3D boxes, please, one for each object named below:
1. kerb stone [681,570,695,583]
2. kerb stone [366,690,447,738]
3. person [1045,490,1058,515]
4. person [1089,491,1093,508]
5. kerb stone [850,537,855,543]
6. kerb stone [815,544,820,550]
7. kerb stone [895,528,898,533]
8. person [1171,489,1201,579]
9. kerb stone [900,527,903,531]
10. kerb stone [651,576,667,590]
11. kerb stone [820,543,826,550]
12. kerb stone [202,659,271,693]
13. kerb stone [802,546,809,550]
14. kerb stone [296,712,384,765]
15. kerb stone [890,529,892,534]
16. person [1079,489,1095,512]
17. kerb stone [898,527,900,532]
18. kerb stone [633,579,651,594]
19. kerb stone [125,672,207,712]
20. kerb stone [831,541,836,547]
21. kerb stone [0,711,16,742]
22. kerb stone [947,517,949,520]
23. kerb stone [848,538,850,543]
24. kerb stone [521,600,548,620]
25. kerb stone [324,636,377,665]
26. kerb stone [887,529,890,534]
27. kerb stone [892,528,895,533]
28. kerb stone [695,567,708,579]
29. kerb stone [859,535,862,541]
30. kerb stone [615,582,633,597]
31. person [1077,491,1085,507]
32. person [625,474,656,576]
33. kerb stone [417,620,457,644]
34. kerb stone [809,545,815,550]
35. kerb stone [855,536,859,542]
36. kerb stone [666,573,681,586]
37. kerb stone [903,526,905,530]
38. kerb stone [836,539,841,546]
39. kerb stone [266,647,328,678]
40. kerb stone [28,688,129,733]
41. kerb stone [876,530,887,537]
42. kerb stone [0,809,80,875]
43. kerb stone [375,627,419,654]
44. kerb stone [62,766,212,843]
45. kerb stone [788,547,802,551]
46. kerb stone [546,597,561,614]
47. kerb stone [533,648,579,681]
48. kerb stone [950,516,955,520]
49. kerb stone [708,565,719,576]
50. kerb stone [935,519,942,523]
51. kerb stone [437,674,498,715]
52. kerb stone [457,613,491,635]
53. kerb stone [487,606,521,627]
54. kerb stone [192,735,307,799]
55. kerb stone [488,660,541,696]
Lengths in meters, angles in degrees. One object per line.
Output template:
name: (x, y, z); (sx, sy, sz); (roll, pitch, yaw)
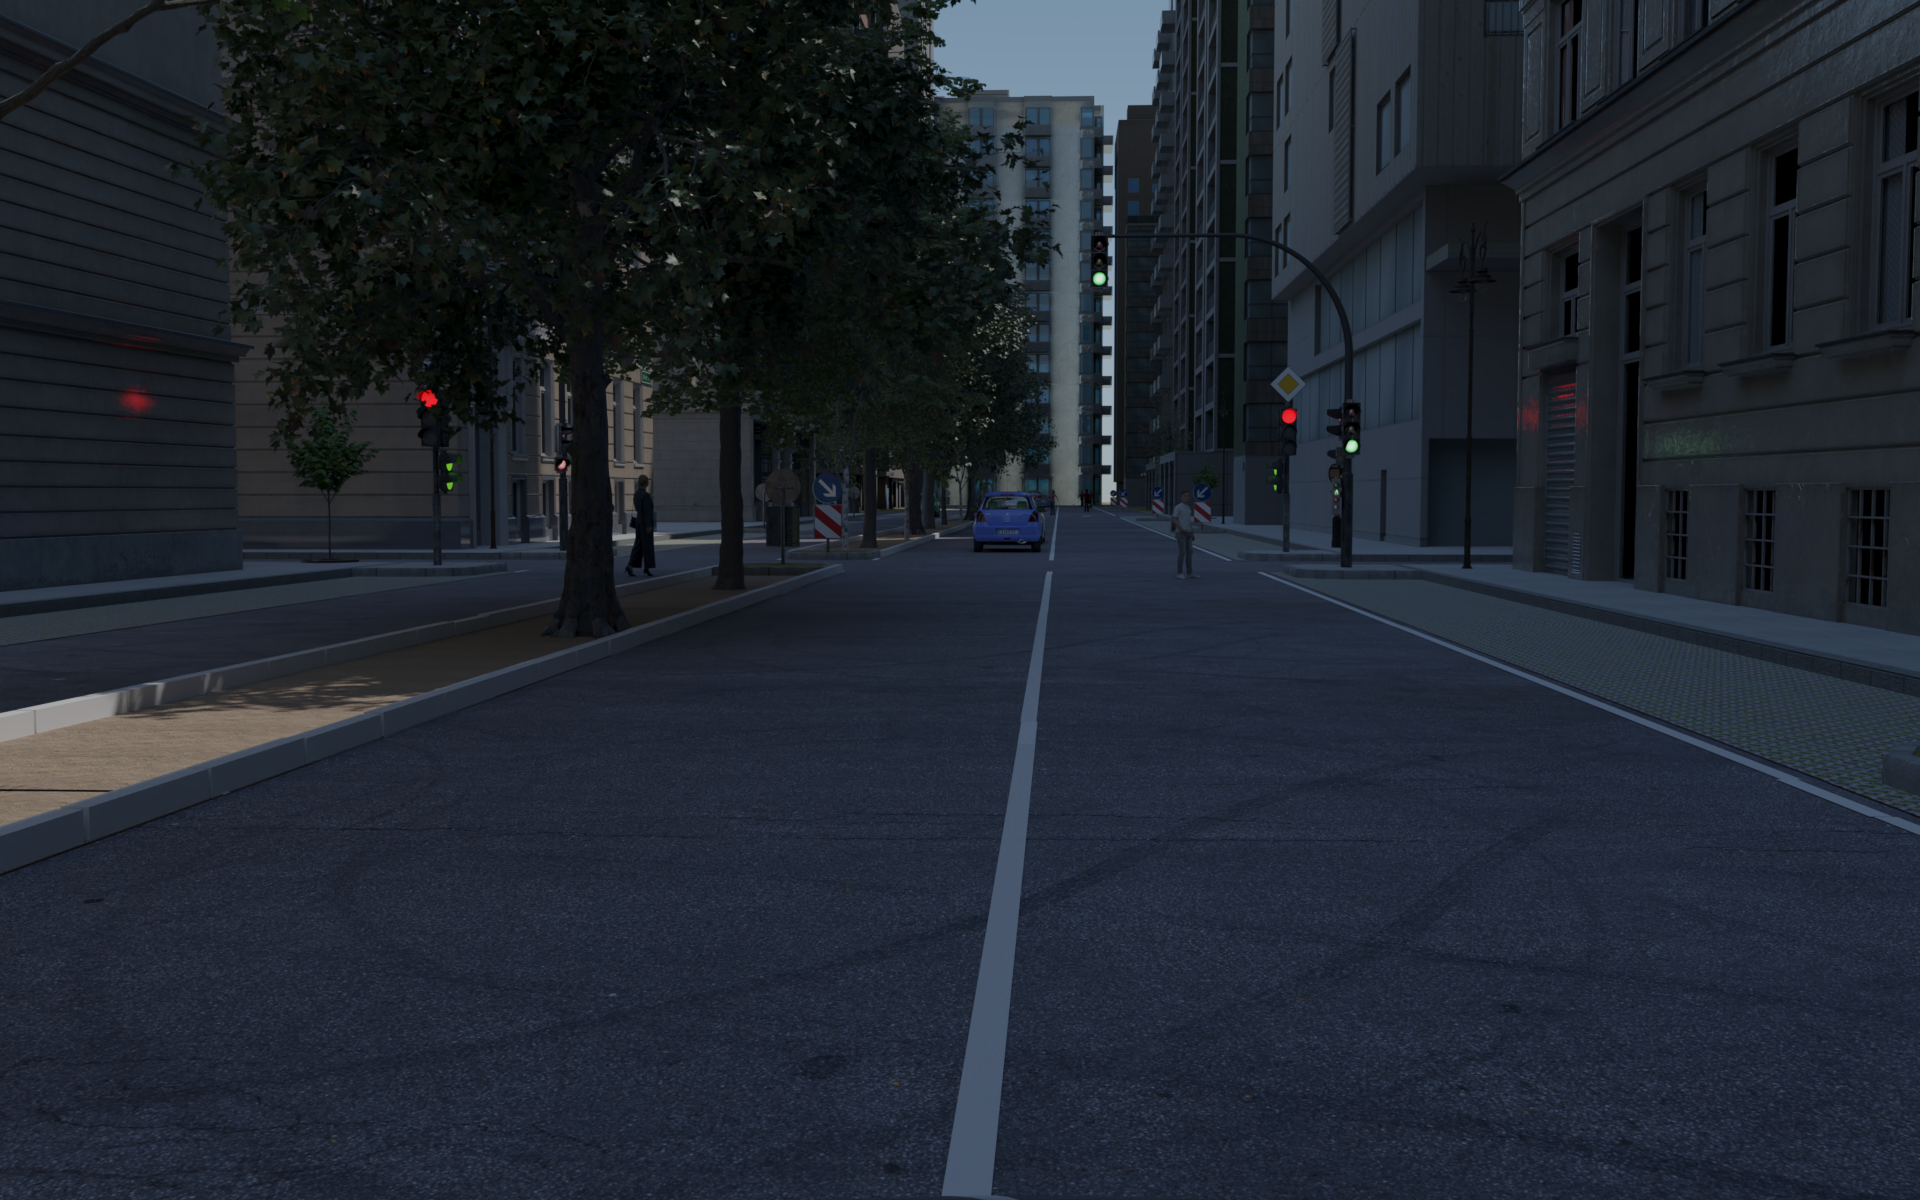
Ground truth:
kerb stone: (-4.517, -0.365, 28.157); (0.120, 0.150, 1.000); (0, 4, 3)
kerb stone: (-3.418, 0.704, 10.682); (0.120, 0.150, 1.000); (0, 4, 3)
person: (6.202, -6.588, 116.935); (1.217, 1.743, 0.721); (3, 5, 45)
person: (12.952, -10.016, 172.970); (0.721, 1.735, 1.217); (3, 5, 41)
kerb stone: (-3.250, -1.713, 50.209); (0.120, 0.150, 1.000); (0, 4, 3)
kerb stone: (-3.660, -1.273, 43.048); (0.120, 0.150, 1.000); (0, 4, 3)
kerb stone: (-2.488, -2.521, 63.510); (0.120, 0.150, 1.000); (0, 4, 3)
person: (3.810, -1.112, 29.278); (0.523, 1.515, 0.503); (1, 4, 13)
kerb stone: (-2.363, -2.652, 65.555); (0.120, 0.150, 1.000); (0, 4, 3)
kerb stone: (-4.637, -0.240, 26.116); (0.120, 0.150, 1.000); (0, 4, 3)
kerb stone: (-3.602, -1.338, 44.073); (0.120, 0.150, 1.000); (0, 4, 3)
kerb stone: (-5.412, 0.575, 12.829); (0.120, 0.150, 1.000); (0, 4, 3)
kerb stone: (-3.778, -1.147, 40.998); (0.120, 0.150, 1.000); (0, 4, 3)
kerb stone: (-3.481, 0.774, 9.651); (0.120, 0.150, 1.000); (0, 4, 3)
kerb stone: (-2.600, -2.399, 61.463); (0.120, 0.150, 1.000); (0, 4, 3)
person: (10.109, -7.919, 137.935); (1.348, 1.831, 0.705); (2, 4, 26)
kerb stone: (-2.420, -2.590, 64.534); (0.120, 0.150, 1.000); (0, 4, 3)
kerb stone: (-4.692, -0.177, 25.092); (0.120, 0.150, 1.000); (0, 4, 3)
kerb stone: (-5.460, 0.635, 11.808); (0.120, 0.150, 1.000); (0, 4, 3)
kerb stone: (-3.485, -1.464, 46.126); (0.120, 0.150, 1.000); (0, 4, 3)
kerb stone: (-5.573, 0.760, 9.762); (0.120, 0.150, 1.000); (0, 4, 3)
kerb stone: (-0.824, -4.280, 92.194); (0.120, 0.150, 1.000); (0, 4, 3)
kerb stone: (-3.310, -1.650, 49.188); (0.120, 0.150, 1.000); (0, 4, 3)
kerb stone: (-4.991, 0.137, 19.982); (0.120, 0.150, 1.000); (0, 4, 3)
kerb stone: (-5.283, 0.450, 14.869); (0.120, 0.150, 1.000); (0, 4, 3)
kerb stone: (-2.655, -2.336, 60.442); (0.120, 0.150, 1.000); (0, 4, 3)
kerb stone: (-2.545, -2.464, 62.487); (0.120, 0.150, 1.000); (0, 4, 3)
kerb stone: (-4.457, -0.427, 29.183); (0.120, 0.150, 1.000); (0, 4, 3)
kerb stone: (-3.126, -1.839, 52.258); (0.120, 0.150, 1.000); (0, 4, 3)
kerb stone: (-4.762, -0.115, 24.072); (0.120, 0.150, 1.000); (0, 4, 3)
person: (13.584, -11.296, 193.215); (0.705, 1.821, 1.348); (-2, 4, -32)
person: (-5.531, -1.299, 30.156); (0.576, 1.772, 0.534); (2, 4, 28)
kerb stone: (-5.169, 0.323, 16.916); (0.120, 0.150, 1.000); (0, 4, 3)
kerb stone: (-3.719, -1.213, 42.023); (0.120, 0.150, 1.000); (0, 4, 3)
kerb stone: (-3.186, -1.775, 51.237); (0.120, 0.150, 1.000); (0, 4, 3)
kerb stone: (-4.577, -0.302, 27.136); (0.120, 0.150, 1.000); (0, 4, 3)
kerb stone: (-2.308, -2.711, 66.582); (0.120, 0.150, 1.000); (0, 4, 3)
kerb stone: (-3.430, -1.524, 47.147); (0.120, 0.150, 1.000); (0, 4, 3)
kerb stone: (-5.348, 0.514, 13.849); (0.120, 0.150, 1.000); (0, 4, 3)
kerb stone: (-5.517, 0.698, 10.787); (0.120, 0.150, 1.000); (0, 4, 3)
kerb stone: (-2.713, -2.277, 59.421); (0.120, 0.150, 1.000); (0, 4, 3)
kerb stone: (-3.665, 0.959, 6.572); (0.120, 0.150, 1.000); (0, 4, 3)
kerb stone: (-5.230, 0.387, 15.889); (0.120, 0.150, 1.000); (0, 4, 3)
kerb stone: (-3.603, 0.894, 7.607); (0.120, 0.150, 1.000); (0, 4, 3)
kerb stone: (-3.838, -1.087, 39.974); (0.120, 0.150, 1.000); (0, 4, 3)
kerb stone: (-4.931, 0.072, 21.011); (0.120, 0.150, 1.000); (0, 4, 3)
kerb stone: (-3.247, 0.522, 13.753); (0.120, 0.150, 1.000); (0, 4, 3)
kerb stone: (-0.534, -4.590, 97.306); (0.120, 0.150, 1.000); (0, 4, 3)
kerb stone: (-4.399, -0.490, 30.203); (0.120, 0.150, 1.000); (0, 4, 3)
kerb stone: (-1.068, -4.031, 88.104); (0.120, 0.150, 1.000); (0, 4, 3)
kerb stone: (-3.359, 0.643, 11.702); (0.120, 0.150, 1.000); (0, 4, 3)
kerb stone: (-5.105, 0.273, 17.942); (0.120, 0.150, 1.000); (0, 4, 3)
kerb stone: (-5.049, 0.198, 18.962); (0.120, 0.150, 1.000); (0, 4, 3)
kerb stone: (-3.542, 0.830, 8.627); (0.120, 0.150, 1.000); (0, 4, 3)
kerb stone: (-3.306, 0.582, 12.733); (0.120, 0.150, 1.000); (0, 4, 3)
